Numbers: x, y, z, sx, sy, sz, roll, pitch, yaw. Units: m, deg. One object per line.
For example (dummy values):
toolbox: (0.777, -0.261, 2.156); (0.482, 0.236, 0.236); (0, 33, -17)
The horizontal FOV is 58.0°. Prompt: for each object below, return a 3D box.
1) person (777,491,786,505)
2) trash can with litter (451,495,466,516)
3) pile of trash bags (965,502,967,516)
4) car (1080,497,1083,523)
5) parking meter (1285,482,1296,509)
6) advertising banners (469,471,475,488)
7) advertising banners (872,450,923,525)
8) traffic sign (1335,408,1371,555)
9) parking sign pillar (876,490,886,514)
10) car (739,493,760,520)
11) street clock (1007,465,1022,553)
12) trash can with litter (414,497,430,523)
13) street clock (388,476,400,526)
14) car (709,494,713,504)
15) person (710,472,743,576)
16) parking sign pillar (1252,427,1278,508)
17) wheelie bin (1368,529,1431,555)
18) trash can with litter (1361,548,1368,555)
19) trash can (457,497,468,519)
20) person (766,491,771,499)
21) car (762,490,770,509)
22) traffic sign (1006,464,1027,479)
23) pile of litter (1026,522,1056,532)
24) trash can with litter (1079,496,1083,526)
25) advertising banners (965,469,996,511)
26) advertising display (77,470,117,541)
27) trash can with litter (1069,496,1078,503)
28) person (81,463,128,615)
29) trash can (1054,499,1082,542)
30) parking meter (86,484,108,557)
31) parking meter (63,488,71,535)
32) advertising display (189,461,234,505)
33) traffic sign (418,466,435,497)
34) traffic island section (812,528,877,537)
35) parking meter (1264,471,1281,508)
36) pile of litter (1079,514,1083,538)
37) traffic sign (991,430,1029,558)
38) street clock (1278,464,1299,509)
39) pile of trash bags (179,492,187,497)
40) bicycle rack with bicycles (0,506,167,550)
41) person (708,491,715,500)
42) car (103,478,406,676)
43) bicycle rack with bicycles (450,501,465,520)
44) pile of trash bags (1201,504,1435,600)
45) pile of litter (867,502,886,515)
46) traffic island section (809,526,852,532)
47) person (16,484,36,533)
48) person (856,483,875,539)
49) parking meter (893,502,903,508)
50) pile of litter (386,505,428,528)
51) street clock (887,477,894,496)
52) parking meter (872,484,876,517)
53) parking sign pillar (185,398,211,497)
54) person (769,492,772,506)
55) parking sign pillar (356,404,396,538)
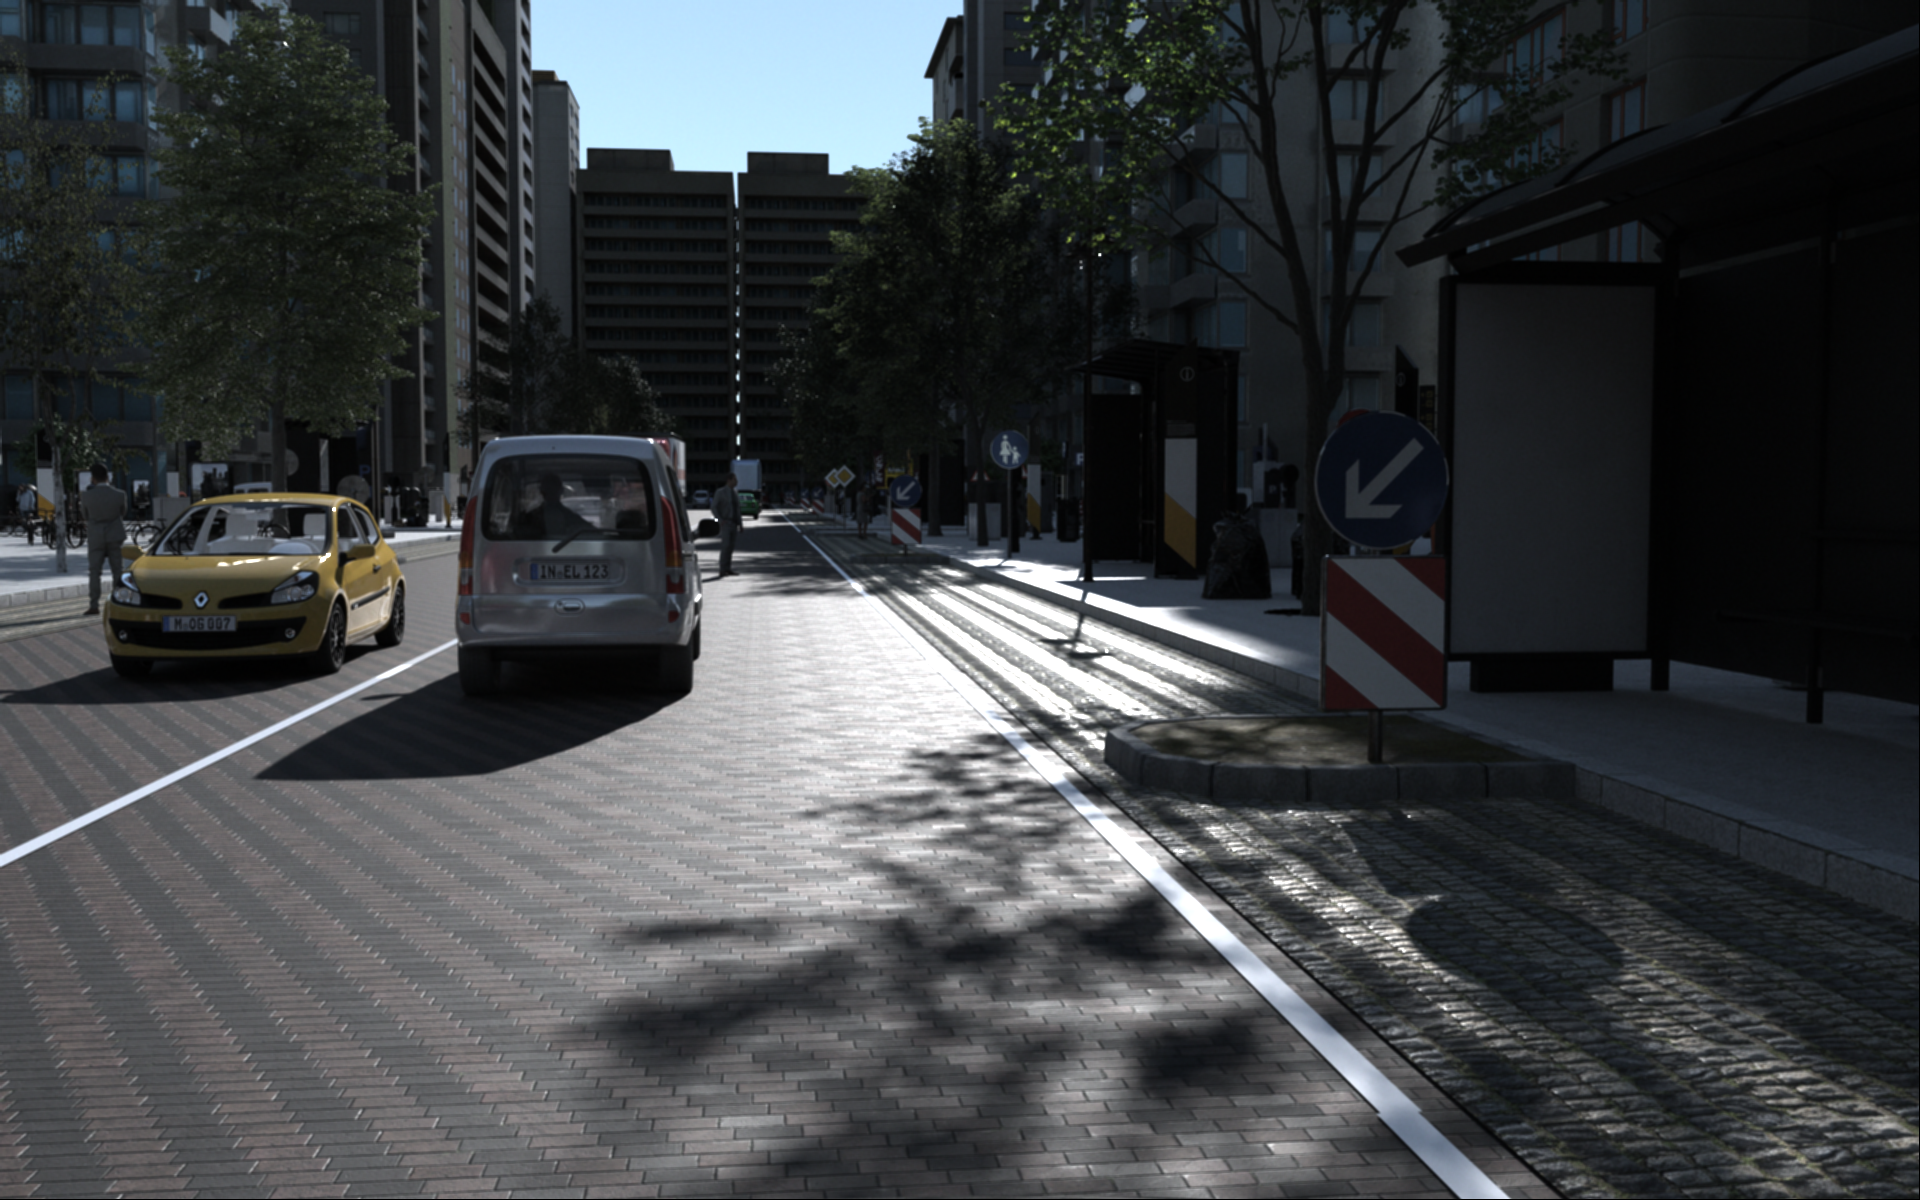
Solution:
person: (-20.645, -11.765, 200.787); (1.348, 1.831, 0.705); (-3, 5, -41)
trash can with litter: (-29.597, -5.527, 101.422); (2.233, 1.210, 1.678); (-3, 5, -40)
pile of trash bags: (-0.597, -5.761, 103.948); (1.912, 1.369, 3.447); (-1, 4, -8)
car: (6.977, -3.391, 64.113); (5.304, 1.827, 2.281); (0, 4, -5)
parking meter: (10.858, -3.135, 56.969); (0.255, 1.863, 0.399); (-1, 4, -12)
advertising banners: (-36.746, -8.367, 132.991); (2.074, 3.025, 0.090); (1, 4, 10)
advertising banners: (-2.478, -4.435, 68.698); (2.074, 3.025, 0.090); (-1, 4, -19)
traffic sign: (5.947, -1.573, 25.826); (0.768, 2.556, 0.104); (0, 4, -2)
parking sign pillar: (-5.038, -7.674, 113.935); (1.447, 3.967, 1.447); (1, 4, 20)
car: (-12.313, -5.458, 98.036); (1.959, 1.807, 4.718); (0, 4, -6)
street clock: (1.196, -2.043, 37.978); (0.358, 2.002, 0.471); (-1, 4, -14)
trash can with litter: (-23.746, -3.983, 76.514); (0.624, 1.170, 1.055); (-1, 4, -13)
street clock: (-22.541, -3.942, 69.022); (0.358, 2.002, 0.471); (1, 4, 18)
car: (-30.027, -12.377, 211.946); (1.945, 1.707, 3.694); (0, 4, -8)
person: (-4.076, -1.335, 30.432); (0.391, 1.810, 0.635); (2, 4, 27)
parking sign pillar: (12.242, -4.955, 69.482); (1.447, 3.967, 1.447); (-1, 4, -20)
wheelie bin: (7.079, -1.254, 28.418); (0.980, 1.594, 0.693); (0, 4, -5)
trash can with litter: (7.554, -1.186, 30.785); (1.055, 1.170, 0.624); (-2, 4, -26)
trash can: (-25.266, -4.690, 88.341); (0.748, 1.137, 0.748); (0, 3, 0)
person: (-19.497, -10.225, 176.194); (0.721, 1.766, 1.217); (1, 4, 11)
car: (-19.258, -9.591, 165.480); (2.281, 1.827, 5.304); (0, 4, -6)
traffic sign: (2.021, -3.669, 59.999); (0.884, 2.594, 0.081); (0, 4, 3)
pile of litter: (2.494, -2.771, 59.263); (1.719, 0.858, 1.176); (0, 4, -7)
trash can with litter: (4.798, -3.564, 69.322); (1.678, 1.210, 2.233); (-2, 4, -34)
advertising banners: (1.230, -6.711, 105.912); (2.074, 3.025, 0.090); (1, 4, 17)
advertising display: (-23.588, -2.580, 47.392); (0.974, 1.923, 0.123); (-2, 4, -25)
trash can with litter: (6.547, -5.584, 102.683); (0.624, 1.170, 1.055); (-2, 4, -25)
person: (-10.191, -0.730, 20.624); (0.511, 1.800, 0.466); (-3, 5, -43)
trash can: (2.896, -2.119, 46.301); (0.748, 1.137, 0.748); (0, 3, 0)
parking meter: (-17.450, -1.629, 35.051); (0.372, 1.533, 0.369); (0, 3, 0)
parking meter: (-28.154, -2.811, 54.374); (0.372, 1.533, 0.369); (0, 3, 0)
advertising display: (-14.812, -1.780, 34.315); (0.974, 1.923, 0.123); (1, 4, 19)
traffic sign: (-24.423, -4.842, 79.269); (0.768, 2.556, 0.104); (0, 4, 2)
traffic island section: (-3.882, -2.223, 58.627); (2.009, 0.180, 2.903); (0, 4, -7)
parking meter: (7.947, -2.348, 44.106); (0.399, 1.863, 0.255); (0, 3, 0)
pile of litter: (4.019, -2.237, 50.539); (1.176, 0.858, 1.719); (-1, 4, -18)
traffic sign: (0.992, -2.107, 34.554); (0.768, 2.556, 0.104); (0, 4, 0)
street clock: (8.031, -2.313, 42.387); (0.471, 2.002, 0.358); (-2, 4, -28)
pile of trash bags: (-29.327, -3.556, 67.888); (1.912, 1.369, 3.447); (2, 4, 31)
bicycle rack with bicycles: (-20.374, -1.691, 41.025); (2.852, 0.926, 2.925); (1, 4, 21)
person: (-24.626, -10.041, 173.394); (1.217, 1.735, 0.721); (-2, 4, -28)
car: (-5.972, -0.289, 14.948); (2.015, 1.641, 3.980); (0, 4, -7)
bicycle rack with bicycles: (-24.064, -4.391, 85.168); (2.852, 0.926, 2.925); (1, 4, 11)
pile of trash bags: (4.615, -0.708, 21.328); (3.447, 1.369, 1.912); (2, 4, 25)
pile of litter: (-5.431, -5.604, 105.590); (1.176, 0.858, 1.719); (3, 4, 36)
traffic island section: (-4.794, -2.708, 66.560); (2.009, 0.180, 2.903); (0, 4, -7)
person: (-32.255, -3.129, 59.917); (0.793, 1.790, 0.793); (-2, 4, -31)
person: (-2.959, -2.787, 54.433); (0.532, 1.782, 0.716); (-1, 4, -20)
parking meter: (-4.775, -7.647, 133.443); (0.372, 1.533, 0.369); (0, 3, 0)
pile of litter: (-21.312, -3.228, 66.744); (1.719, 0.858, 1.176); (-2, 4, -34)
street clock: (-2.965, -4.272, 74.410); (0.358, 2.002, 0.471); (1, 4, 15)
parking meter: (-4.869, -5.590, 97.101); (0.255, 1.863, 0.399); (-1, 4, -17)
parking sign pillar: (-21.168, -3.651, 48.170); (1.447, 3.967, 1.447); (-1, 4, -13)
person: (-23.875, -12.676, 216.427); (0.721, 1.739, 1.217); (3, 4, 36)
parking sign pillar: (-17.211, -3.788, 50.403); (1.447, 3.967, 1.447); (-1, 4, -10)
